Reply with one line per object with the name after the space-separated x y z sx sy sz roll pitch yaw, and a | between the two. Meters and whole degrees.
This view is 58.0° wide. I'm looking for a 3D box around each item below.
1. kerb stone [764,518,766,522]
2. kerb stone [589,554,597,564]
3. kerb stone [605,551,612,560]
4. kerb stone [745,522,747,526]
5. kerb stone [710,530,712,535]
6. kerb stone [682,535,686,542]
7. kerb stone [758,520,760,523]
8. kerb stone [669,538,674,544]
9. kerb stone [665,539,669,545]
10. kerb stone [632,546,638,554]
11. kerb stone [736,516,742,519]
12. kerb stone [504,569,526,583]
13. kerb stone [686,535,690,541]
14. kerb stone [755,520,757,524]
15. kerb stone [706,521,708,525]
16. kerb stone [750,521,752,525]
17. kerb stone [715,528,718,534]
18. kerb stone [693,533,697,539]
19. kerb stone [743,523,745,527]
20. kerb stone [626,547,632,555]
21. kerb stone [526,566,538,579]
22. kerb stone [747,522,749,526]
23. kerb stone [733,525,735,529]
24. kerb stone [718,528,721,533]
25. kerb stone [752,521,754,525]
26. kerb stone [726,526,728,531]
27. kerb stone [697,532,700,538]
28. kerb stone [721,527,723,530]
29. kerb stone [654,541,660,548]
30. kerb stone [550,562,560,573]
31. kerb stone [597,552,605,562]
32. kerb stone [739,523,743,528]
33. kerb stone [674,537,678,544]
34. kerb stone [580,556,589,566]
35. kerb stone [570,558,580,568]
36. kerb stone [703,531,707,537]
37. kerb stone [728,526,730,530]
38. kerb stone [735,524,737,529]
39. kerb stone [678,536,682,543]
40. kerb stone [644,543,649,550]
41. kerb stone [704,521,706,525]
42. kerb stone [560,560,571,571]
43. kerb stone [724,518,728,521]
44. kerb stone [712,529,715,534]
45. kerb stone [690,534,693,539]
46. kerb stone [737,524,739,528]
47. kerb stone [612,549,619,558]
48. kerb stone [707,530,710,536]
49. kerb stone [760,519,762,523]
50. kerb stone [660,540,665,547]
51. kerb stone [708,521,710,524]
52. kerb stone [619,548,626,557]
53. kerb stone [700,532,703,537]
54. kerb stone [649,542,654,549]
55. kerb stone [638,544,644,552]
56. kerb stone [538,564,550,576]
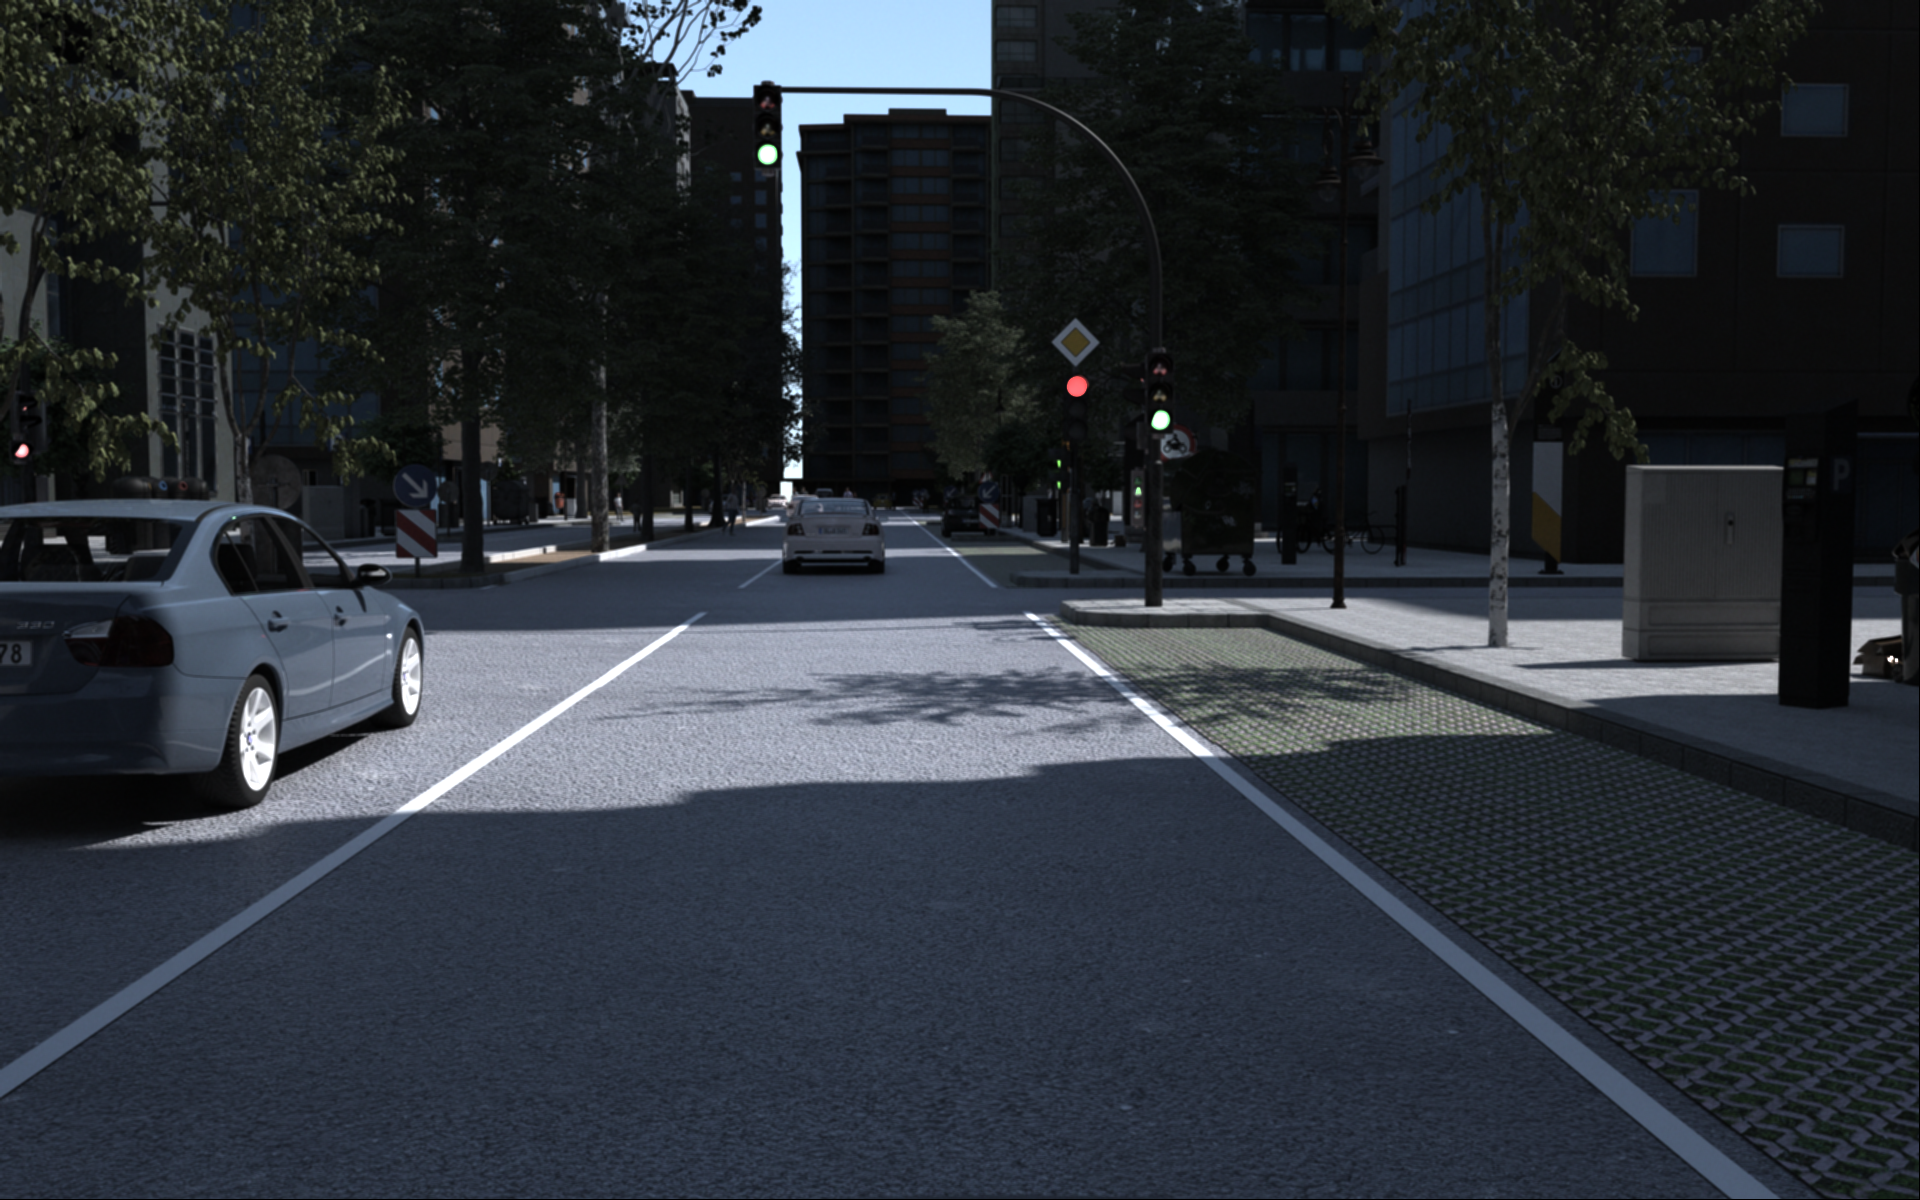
-10.068 -4.011 87.773 0.120 0.150 1.000 0 4 -3 | kerb stone
-7.661 -0.820 35.599 0.120 0.150 1.000 0 4 -3 | kerb stone
-7.757 -0.945 37.642 0.120 0.150 1.000 0 4 -3 | kerb stone
-9.503 -3.257 75.496 0.120 0.150 1.000 0 4 -3 | kerb stone
-8.794 -2.321 60.140 0.120 0.150 1.000 0 4 -3 | kerb stone
-8.412 -1.815 51.946 0.120 0.150 1.000 0 4 -3 | kerb stone
-9.883 -3.761 83.681 0.120 0.150 1.000 0 4 -3 | kerb stone
-8.271 -1.631 48.876 0.120 0.150 1.000 0 4 -3 | kerb stone
-8.226 -1.561 47.855 0.120 0.150 1.000 0 4 -3 | kerb stone
-7.944 -1.194 41.726 0.120 0.150 1.000 0 4 -3 | kerb stone
-12.739 -4.759 100.003 0.120 0.150 1.000 0 4 -3 | kerb stone
-7.324 -0.381 28.431 0.120 0.150 1.000 0 4 -3 | kerb stone
-8.461 -1.882 52.968 0.120 0.150 1.000 0 4 -3 | kerb stone
-9.792 -3.634 81.636 0.120 0.150 1.000 0 4 -3 | kerb stone
-11.789 -3.507 79.533 0.120 0.150 1.000 0 4 -3 | kerb stone
-9.644 -3.446 78.562 0.120 0.150 1.000 0 4 -3 | kerb stone
-8.881 -2.446 62.193 0.120 0.150 1.000 0 4 -3 | kerb stone
-8.557 -1.998 55.023 0.120 0.150 1.000 0 4 -3 | kerb stone
-9.452 -3.198 74.475 0.120 0.150 1.000 0 4 -3 | kerb stone
-7.892 -1.129 40.706 0.120 0.150 1.000 0 4 -3 | kerb stone
-7.384 -0.444 29.452 0.120 0.150 1.000 0 4 -3 | kerb stone
-9.539 -3.318 76.518 0.120 0.150 1.000 0 4 -3 | kerb stone
-9.220 -2.884 69.356 0.120 0.150 1.000 0 4 -3 | kerb stone
-8.934 -2.508 63.216 0.120 0.150 1.000 0 4 -3 | kerb stone
-9.690 -3.510 79.583 0.120 0.150 1.000 0 4 -3 | kerb stone
-9.088 -2.697 66.283 0.120 0.150 1.000 0 4 -3 | kerb stone
-8.607 -2.070 56.048 0.120 0.150 1.000 0 4 -3 | kerb stone
-8.984 -2.570 64.242 0.120 0.150 1.000 0 4 -3 | kerb stone
-8.135 -1.442 45.811 0.120 0.150 1.000 0 4 -3 | kerb stone
-7.471 -0.567 31.496 0.120 0.150 1.000 0 4 -3 | kerb stone
-7.703 -0.882 36.621 0.120 0.150 1.000 0 4 -3 | kerb stone
-9.411 -3.135 73.451 0.120 0.150 1.000 0 4 -3 | kerb stone
-8.320 -1.695 49.903 0.120 0.150 1.000 0 4 -3 | kerb stone
-7.608 -0.757 34.579 0.120 0.150 1.000 0 4 -3 | kerb stone
-7.570 -0.693 33.557 0.120 0.150 1.000 0 4 -3 | kerb stone
-8.693 -2.196 58.094 0.120 0.150 1.000 0 4 -3 | kerb stone
-9.129 -2.759 67.309 0.120 0.150 1.000 0 4 -3 | kerb stone
-9.268 -2.947 70.377 0.120 0.150 1.000 0 4 -3 | kerb stone
-8.369 -1.754 50.924 0.120 0.150 1.000 0 4 -3 | kerb stone
-8.044 -1.311 43.769 0.120 0.150 1.000 0 4 -3 | kerb stone
-11.744 -3.444 78.512 0.120 0.150 1.000 0 4 -3 | kerb stone
-7.514 -0.628 32.529 0.120 0.150 1.000 0 4 -3 | kerb stone
-12.408 -4.320 92.834 0.120 0.150 1.000 0 4 -3 | kerb stone
-8.840 -2.379 61.171 0.120 0.150 1.000 0 4 -3 | kerb stone
-8.521 -1.945 53.992 0.120 0.150 1.000 0 4 -3 | kerb stone
-9.307 -3.010 71.404 0.120 0.150 1.000 0 4 -3 | kerb stone
-7.801 -1.006 38.663 0.120 0.150 1.000 0 4 -3 | kerb stone
-8.734 -2.258 59.119 0.120 0.150 1.000 0 4 -3 | kerb stone
-9.924 -3.823 84.702 0.120 0.150 1.000 0 4 -3 | kerb stone
-8.172 -1.507 46.834 0.120 0.150 1.000 0 4 -3 | kerb stone
-11.831 -3.560 80.566 0.120 0.150 1.000 0 4 -3 | kerb stone
-7.840 -1.070 39.685 0.120 0.150 1.000 0 4 -3 | kerb stone
-8.648 -2.130 57.071 0.120 0.150 1.000 0 4 -3 | kerb stone
-8.093 -1.382 44.790 0.120 0.150 1.000 0 4 -3 | kerb stone
-7.988 -1.252 42.748 0.120 0.150 1.000 0 4 -3 | kerb stone
-7.424 -0.505 30.473 0.120 0.150 1.000 0 4 -3 | kerb stone
